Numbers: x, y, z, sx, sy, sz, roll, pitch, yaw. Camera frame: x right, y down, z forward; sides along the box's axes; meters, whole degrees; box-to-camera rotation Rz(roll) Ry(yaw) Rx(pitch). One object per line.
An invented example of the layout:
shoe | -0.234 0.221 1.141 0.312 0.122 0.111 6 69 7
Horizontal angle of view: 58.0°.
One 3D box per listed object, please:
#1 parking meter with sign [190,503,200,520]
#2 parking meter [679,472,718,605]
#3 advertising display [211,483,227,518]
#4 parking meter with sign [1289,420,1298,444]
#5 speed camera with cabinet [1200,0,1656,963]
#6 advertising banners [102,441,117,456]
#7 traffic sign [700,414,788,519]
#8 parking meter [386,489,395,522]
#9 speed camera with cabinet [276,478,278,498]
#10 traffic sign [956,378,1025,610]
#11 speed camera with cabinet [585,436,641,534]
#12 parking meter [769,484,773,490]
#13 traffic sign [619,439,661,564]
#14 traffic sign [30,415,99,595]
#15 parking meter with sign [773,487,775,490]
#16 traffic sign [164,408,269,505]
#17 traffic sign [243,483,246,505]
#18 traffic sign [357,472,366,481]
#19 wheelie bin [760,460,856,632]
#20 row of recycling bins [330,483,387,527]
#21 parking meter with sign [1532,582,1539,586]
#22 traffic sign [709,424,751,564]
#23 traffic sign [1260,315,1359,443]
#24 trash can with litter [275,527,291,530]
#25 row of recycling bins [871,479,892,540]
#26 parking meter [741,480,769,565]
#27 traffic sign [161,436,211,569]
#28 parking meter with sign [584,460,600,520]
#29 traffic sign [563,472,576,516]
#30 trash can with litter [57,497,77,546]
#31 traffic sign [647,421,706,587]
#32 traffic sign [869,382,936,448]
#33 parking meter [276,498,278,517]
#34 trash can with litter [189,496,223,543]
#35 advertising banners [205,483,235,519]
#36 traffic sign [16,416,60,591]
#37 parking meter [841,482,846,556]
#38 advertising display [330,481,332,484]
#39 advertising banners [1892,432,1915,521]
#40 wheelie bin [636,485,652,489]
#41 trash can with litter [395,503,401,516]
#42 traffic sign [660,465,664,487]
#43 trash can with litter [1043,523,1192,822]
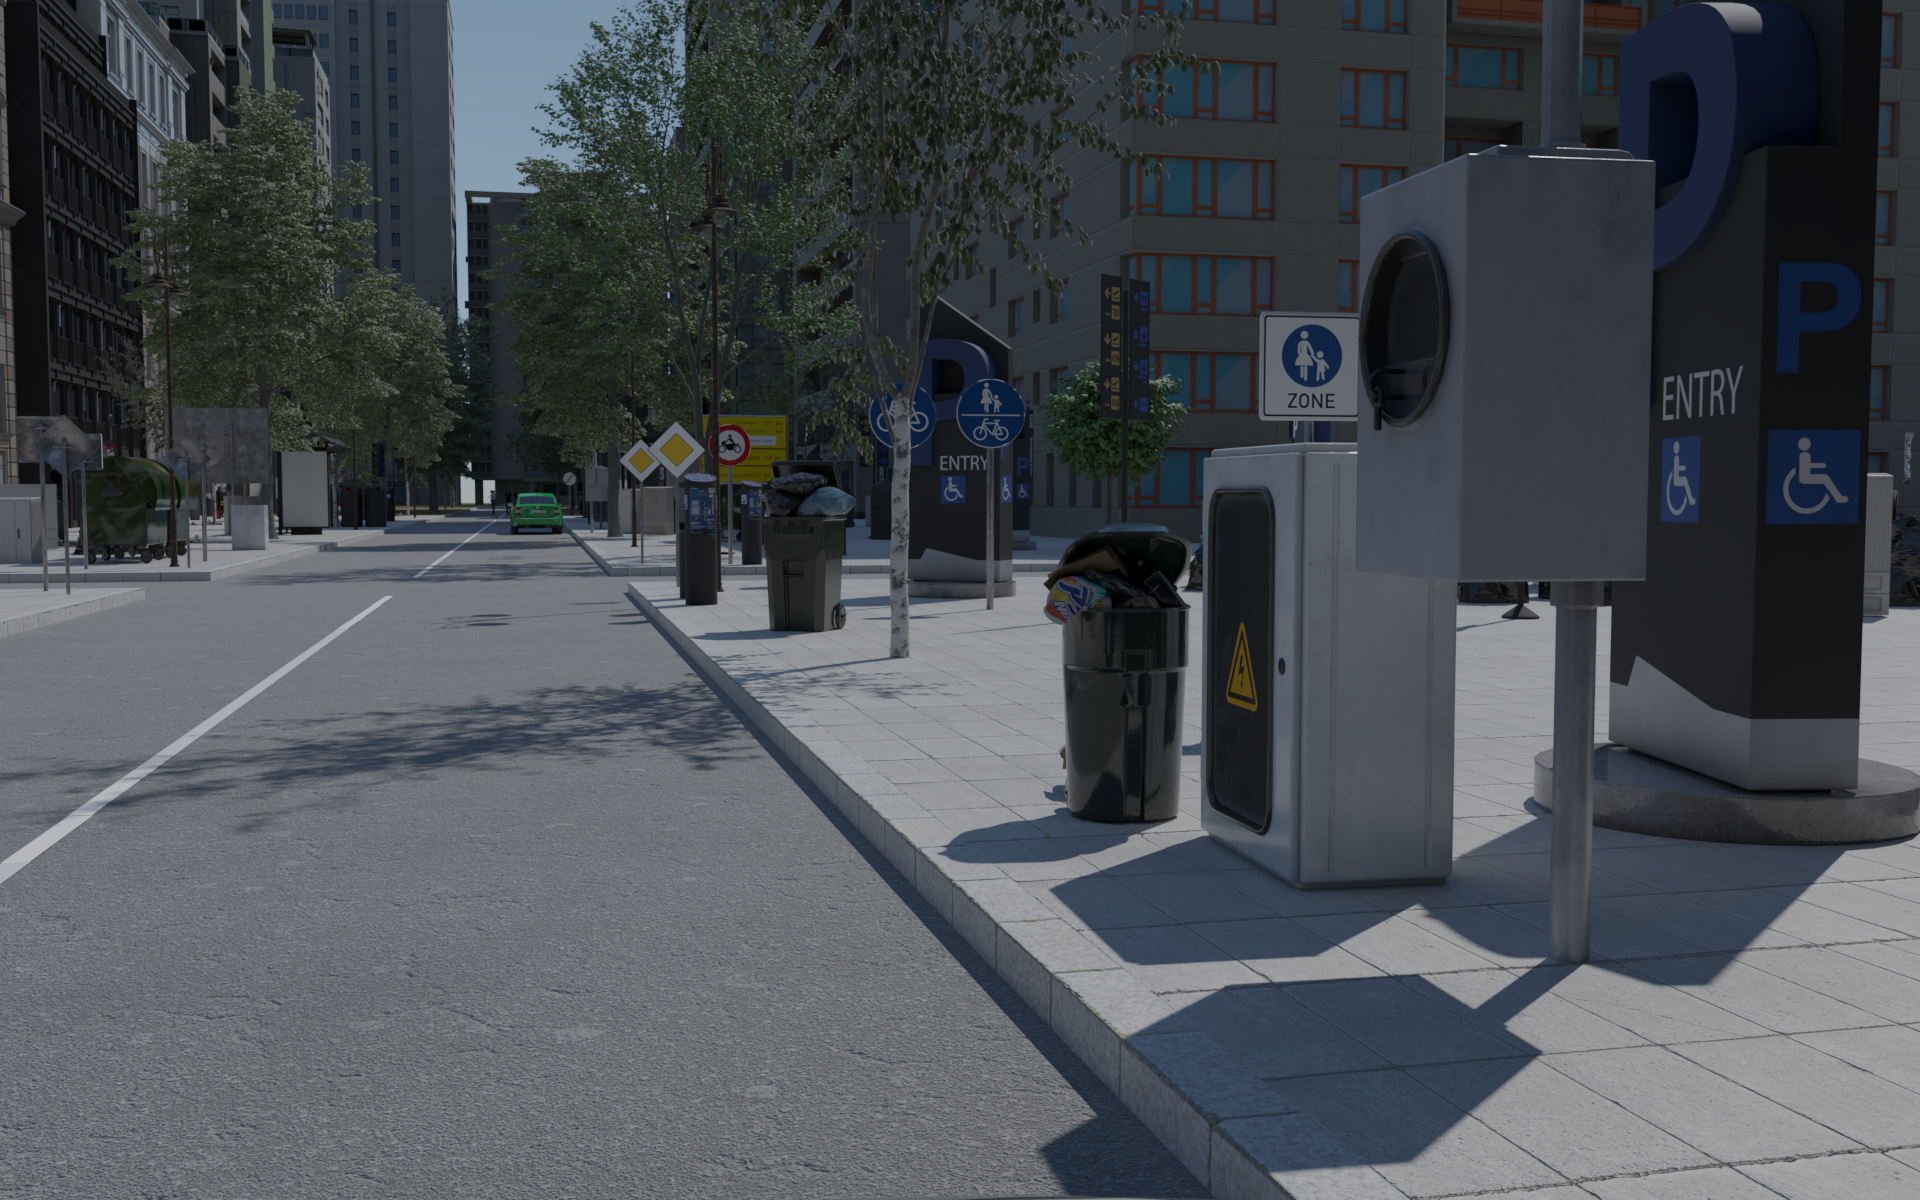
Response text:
parking meter with sign | -37.885 -5.375 84.145 0.543 3.016 1.738 3 4 37
parking meter | -3.003 -0.713 20.072 0.372 1.533 0.369 0 3 0
advertising display | -40.352 -5.454 94.381 0.123 1.923 0.974 2 4 27
parking meter with sign | 6.520 -2.567 38.227 1.738 3.016 0.543 1 4 22
speed camera with cabinet | 1.352 -0.681 5.470 0.660 3.252 2.038 -1 4 -11
advertising banners | -27.768 -3.781 58.014 0.090 3.025 2.074 2 4 26
traffic sign | -5.550 -3.099 44.541 2.265 3.308 0.079 -1 4 -12
parking meter | -26.591 -4.432 80.867 0.372 1.533 0.369 0 3 0
speed camera with cabinet | -35.462 -6.009 92.585 2.038 3.252 0.660 -3 5 -44
traffic sign | 0.334 -1.167 19.190 0.768 2.556 0.104 0 4 -8
speed camera with cabinet | -11.364 -3.825 56.876 2.038 3.252 0.660 2 4 32
parking meter | -4.891 -2.154 43.637 0.372 1.533 0.369 0 3 0
traffic sign | -5.811 -1.710 31.605 0.795 2.450 0.064 -1 4 -14
traffic sign | -11.373 -1.125 22.034 0.795 2.450 0.064 -1 4 -14
parking meter with sign | -11.117 -6.686 105.571 1.738 3.016 0.543 -2 4 -26
traffic sign | -17.587 -2.885 41.038 2.265 3.308 0.079 -1 4 -13
traffic sign | -17.211 -2.420 41.695 0.606 2.300 0.079 0 4 -4
traffic sign | -28.382 -4.923 81.671 0.795 2.450 0.064 0 4 -8
wheelie bin | -1.443 -0.514 16.308 0.980 1.594 0.693 1 4 16
row of recycling bins | -24.080 -3.671 67.126 3.534 1.692 1.069 -1 4 -13
parking meter with sign | 8.235 -1.679 23.712 0.543 3.016 1.738 0 4 4
traffic sign | -4.202 -1.930 31.658 0.768 2.556 0.104 -1 4 -10
traffic sign | 1.972 -0.471 9.830 0.606 2.300 0.079 -1 4 -11
trash can with litter | -24.393 -3.166 62.826 2.233 1.210 1.678 -3 5 -43
row of recycling bins | -0.826 -2.581 49.305 3.534 1.692 1.069 -1 4 -19
parking meter | -3.781 -1.409 31.447 0.372 1.533 0.369 0 3 0
traffic sign | -13.287 -1.599 29.788 0.795 2.450 0.064 -1 4 -14
parking meter with sign | -18.382 -5.534 86.746 0.543 3.016 1.738 0 4 -1
traffic sign | -22.951 -6.223 101.856 0.768 2.556 0.104 0 4 -7
trash can with litter | -22.587 -1.923 42.505 1.678 1.210 2.233 1 4 16
traffic sign | -3.898 -1.236 23.851 0.795 2.450 0.064 -1 4 -14
traffic sign | -0.655 -1.202 19.751 0.768 2.556 0.104 0 4 -5
parking meter | -38.038 -5.410 96.866 0.372 1.533 0.369 0 3 0
trash can with litter | -20.501 -2.118 45.680 1.678 1.210 2.233 -2 4 -32
advertising banners | -38.324 -5.694 89.282 2.074 3.025 0.090 1 4 12
traffic sign | -12.084 -1.266 22.835 0.606 2.300 0.079 -1 4 -10
parking meter | -2.571 -1.701 36.216 0.372 1.533 0.369 0 3 0
advertising display | -29.660 -4.685 81.820 0.123 1.923 0.974 -2 4 -28
advertising banners | 26.080 -3.193 48.390 2.074 3.025 0.090 -2 4 -34
wheelie bin | -10.791 -3.116 58.847 0.980 1.594 0.693 -2 4 -30
trash can with litter | -33.099 -5.437 99.945 2.233 1.210 1.678 1 4 15
traffic sign | -12.860 -4.572 74.855 0.768 2.556 0.104 0 4 -7
trash can with litter | 0.583 0.261 7.123 0.624 1.170 1.055 0 4 -6
